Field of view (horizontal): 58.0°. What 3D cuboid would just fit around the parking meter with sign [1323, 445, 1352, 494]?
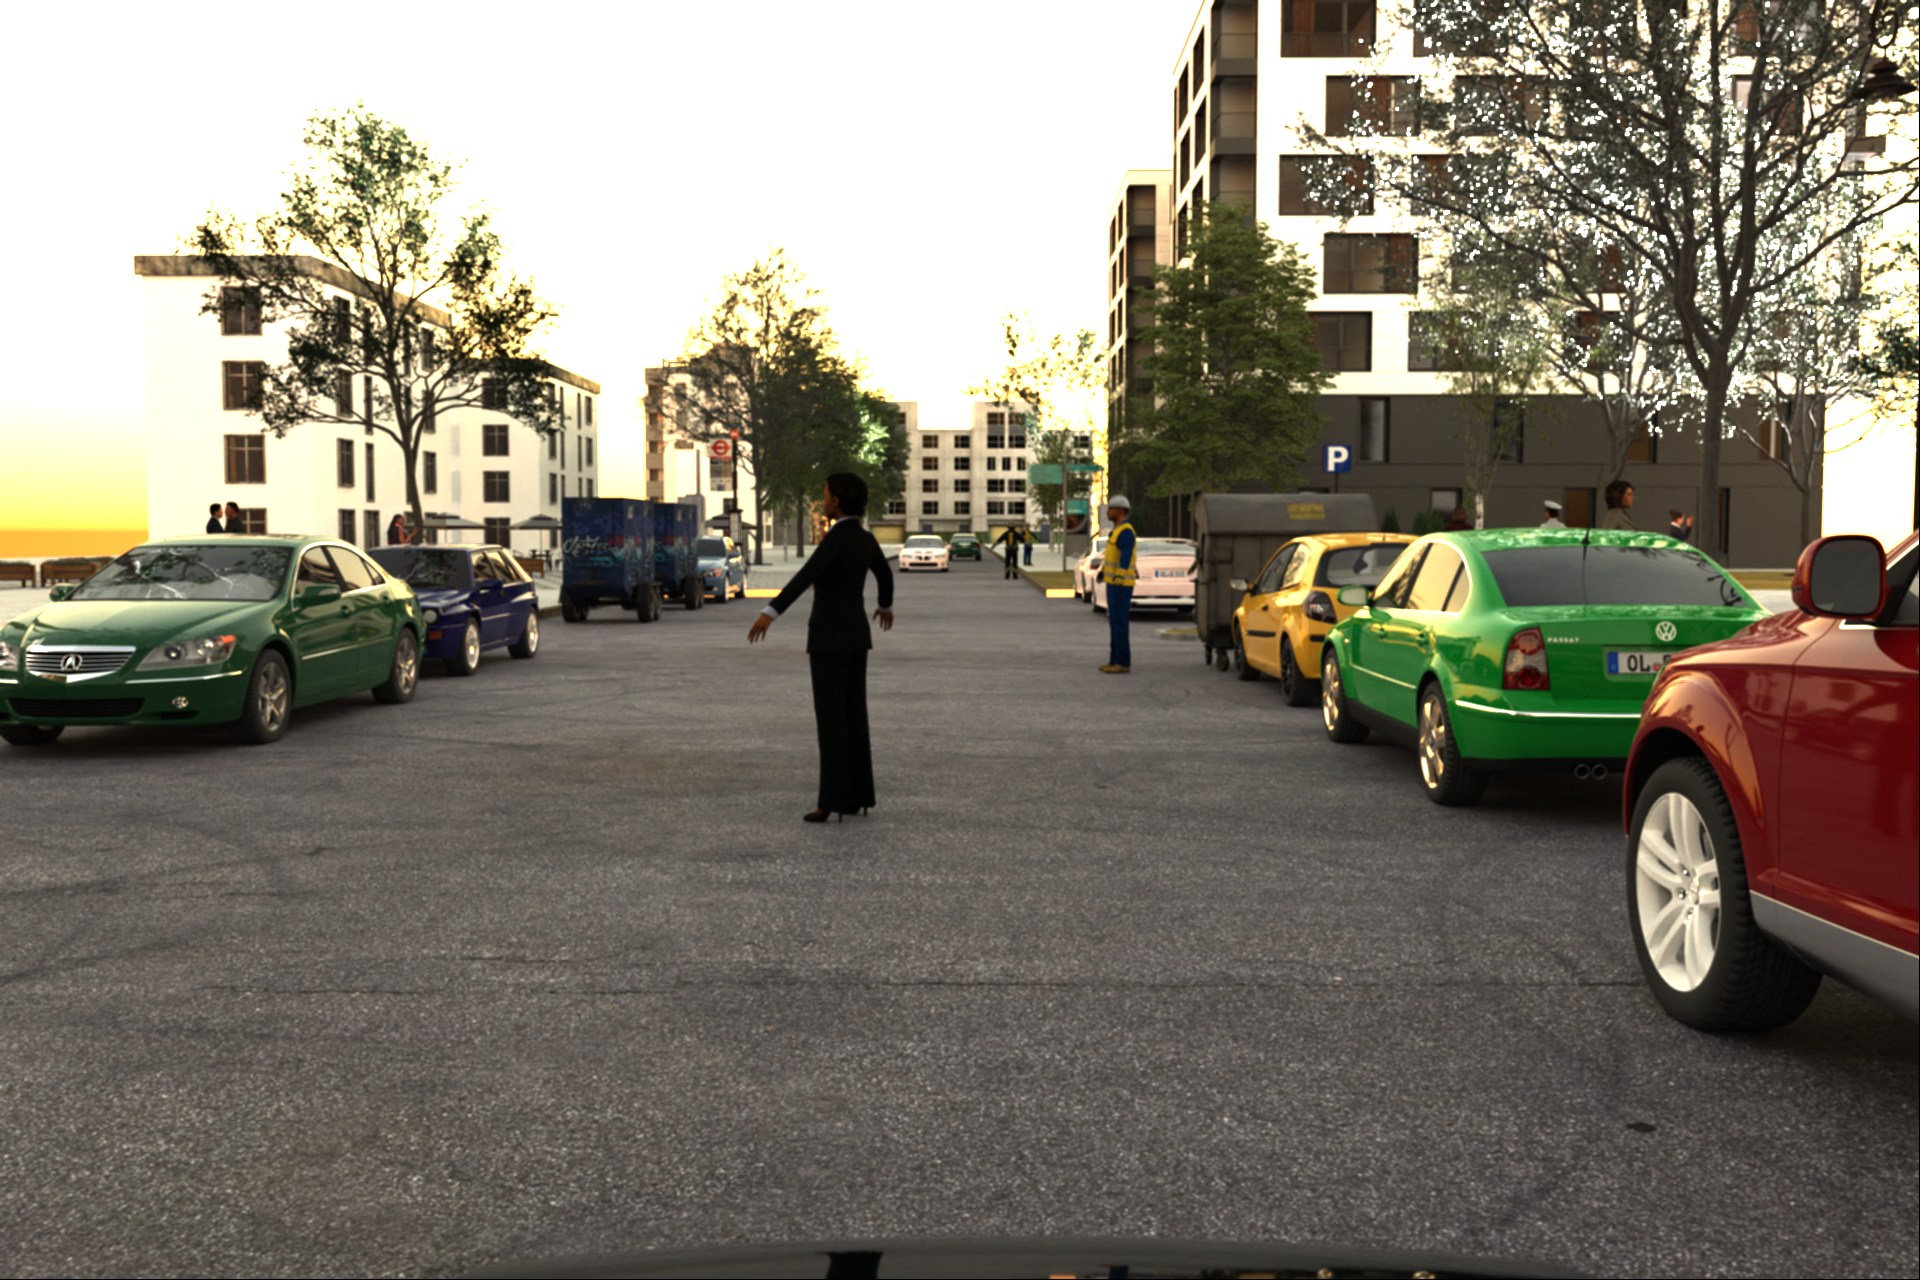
[{"bbox_3d":[7.355,-2.250,33.056,0.543,3.016,1.738,0,4,0],"label":"parking meter with sign"}]

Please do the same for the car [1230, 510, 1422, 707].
[{"bbox_3d":[3.558,-0.341,15.796,2.015,1.641,3.980,0,4,0],"label":"car"}]

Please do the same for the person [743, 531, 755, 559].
[{"bbox_3d":[-9.756,-4.420,78.209,1.347,1.837,0.705,1,4,20],"label":"person"}]

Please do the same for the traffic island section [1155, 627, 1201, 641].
[{"bbox_3d":[3.736,-0.073,24.055,1.991,0.108,1.994,0,4,1],"label":"traffic island section"}]

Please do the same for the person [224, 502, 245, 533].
[{"bbox_3d":[-12.081,-1.386,28.726,0.705,1.821,1.348,-3,5,-41],"label":"person"}]

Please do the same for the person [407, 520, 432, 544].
[{"bbox_3d":[-18.355,-3.211,58.623,0.704,1.817,1.347,1,4,19],"label":"person"}]

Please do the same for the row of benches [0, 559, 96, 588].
[{"bbox_3d":[-22.668,-1.583,41.349,1.422,0.672,4.104,3,4,39],"label":"row of benches"}]

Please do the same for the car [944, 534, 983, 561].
[{"bbox_3d":[0.206,-5.030,94.034,2.131,1.459,4.920,0,4,-1],"label":"car"}]

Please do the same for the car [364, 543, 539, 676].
[{"bbox_3d":[-5.775,-0.374,18.690,1.945,1.354,3.894,0,3,0],"label":"car"}]

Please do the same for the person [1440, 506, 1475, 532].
[{"bbox_3d":[8.042,-1.298,28.025,1.215,1.729,0.721,0,4,5],"label":"person"}]

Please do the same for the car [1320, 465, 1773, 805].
[{"bbox_3d":[3.399,-0.105,10.505,1.959,1.807,4.718,0,4,1],"label":"car"}]

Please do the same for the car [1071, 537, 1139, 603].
[{"bbox_3d":[3.488,-1.540,37.538,2.083,1.381,4.827,0,3,0],"label":"car"}]

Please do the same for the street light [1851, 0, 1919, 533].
[{"bbox_3d":[7.386,-2.475,13.246,0.468,5.910,1.993,0,4,0],"label":"street light"}]

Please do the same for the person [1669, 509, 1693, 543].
[{"bbox_3d":[12.855,-1.463,30.769,0.445,1.727,0.742,-1,4,-17],"label":"person"}]

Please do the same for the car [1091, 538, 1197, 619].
[{"bbox_3d":[3.368,-1.094,30.248,2.083,1.381,4.827,0,4,-1],"label":"car"}]

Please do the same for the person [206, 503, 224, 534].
[{"bbox_3d":[-13.112,-1.503,30.630,0.704,1.823,1.345,-2,4,-29],"label":"person"}]

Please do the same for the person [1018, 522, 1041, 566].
[{"bbox_3d":[2.810,-3.914,70.458,1.216,1.772,0.721,-3,5,-41],"label":"person"}]

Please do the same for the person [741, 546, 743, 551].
[{"bbox_3d":[-6.727,-2.540,50.802,0.599,1.433,0.991,3,5,43],"label":"person"}]

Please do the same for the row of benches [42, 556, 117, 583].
[{"bbox_3d":[-24.012,-1.965,47.593,1.422,0.672,4.104,0,4,-5],"label":"row of benches"}]

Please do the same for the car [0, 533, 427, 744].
[{"bbox_3d":[-5.592,-0.093,13.315,2.131,1.459,4.920,0,4,0],"label":"car"}]

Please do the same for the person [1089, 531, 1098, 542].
[{"bbox_3d":[6.207,-4.178,74.531,1.346,1.802,0.704,0,4,7],"label":"person"}]

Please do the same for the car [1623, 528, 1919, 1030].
[{"bbox_3d":[3.108,0.321,3.417,2.281,1.827,5.304,0,4,-1],"label":"car"}]

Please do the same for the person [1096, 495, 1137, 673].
[{"bbox_3d":[1.617,-0.583,17.965,0.705,1.833,1.349,0,4,-3],"label":"person"}]

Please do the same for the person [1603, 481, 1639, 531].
[{"bbox_3d":[5.740,-0.496,14.867,0.721,1.744,1.215,2,4,34],"label":"person"}]

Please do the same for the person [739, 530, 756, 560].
[{"bbox_3d":[-9.350,-4.213,75.066,1.347,1.806,0.705,1,4,9],"label":"person"}]

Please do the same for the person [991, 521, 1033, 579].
[{"bbox_3d":[1.639,-2.862,55.036,1.354,1.856,0.705,0,4,8],"label":"person"}]

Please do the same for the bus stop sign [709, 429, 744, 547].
[{"bbox_3d":[-5.954,-3.394,44.190,0.855,3.939,0.416,0,4,2],"label":"bus stop sign"}]

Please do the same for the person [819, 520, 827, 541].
[{"bbox_3d":[-4.303,-2.999,55.831,0.721,1.733,1.217,1,4,10],"label":"person"}]

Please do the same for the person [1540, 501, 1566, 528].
[{"bbox_3d":[8.773,-1.189,25.896,1.216,1.778,0.721,-1,4,-21],"label":"person"}]

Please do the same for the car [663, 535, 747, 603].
[{"bbox_3d":[-5.668,-1.553,37.393,2.014,1.417,4.499,0,4,1],"label":"car"}]

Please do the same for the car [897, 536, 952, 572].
[{"bbox_3d":[-1.364,-3.312,66.512,2.083,1.381,4.827,0,3,0],"label":"car"}]

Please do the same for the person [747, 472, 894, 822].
[{"bbox_3d":[-0.661,0.028,8.728,0.721,1.740,1.216,2,4,29],"label":"person"}]

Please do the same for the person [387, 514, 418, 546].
[{"bbox_3d":[-10.146,-1.471,31.568,0.593,1.643,0.415,0,4,-5],"label":"person"}]

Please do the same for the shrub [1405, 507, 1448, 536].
[{"bbox_3d":[12.872,-2.652,47.784,1.690,2.028,1.600,0,3,0],"label":"shrub"}]

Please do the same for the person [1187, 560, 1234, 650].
[{"bbox_3d":[3.304,-0.794,21.585,0.704,1.812,1.346,-2,4,-27],"label":"person"}]

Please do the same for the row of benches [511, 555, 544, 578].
[{"bbox_3d":[-13.772,-2.093,49.682,1.422,0.672,4.104,3,4,38],"label":"row of benches"}]

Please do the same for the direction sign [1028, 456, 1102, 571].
[{"bbox_3d":[3.586,-4.284,58.802,2.525,3.948,1.411,0,4,0],"label":"direction sign"}]
